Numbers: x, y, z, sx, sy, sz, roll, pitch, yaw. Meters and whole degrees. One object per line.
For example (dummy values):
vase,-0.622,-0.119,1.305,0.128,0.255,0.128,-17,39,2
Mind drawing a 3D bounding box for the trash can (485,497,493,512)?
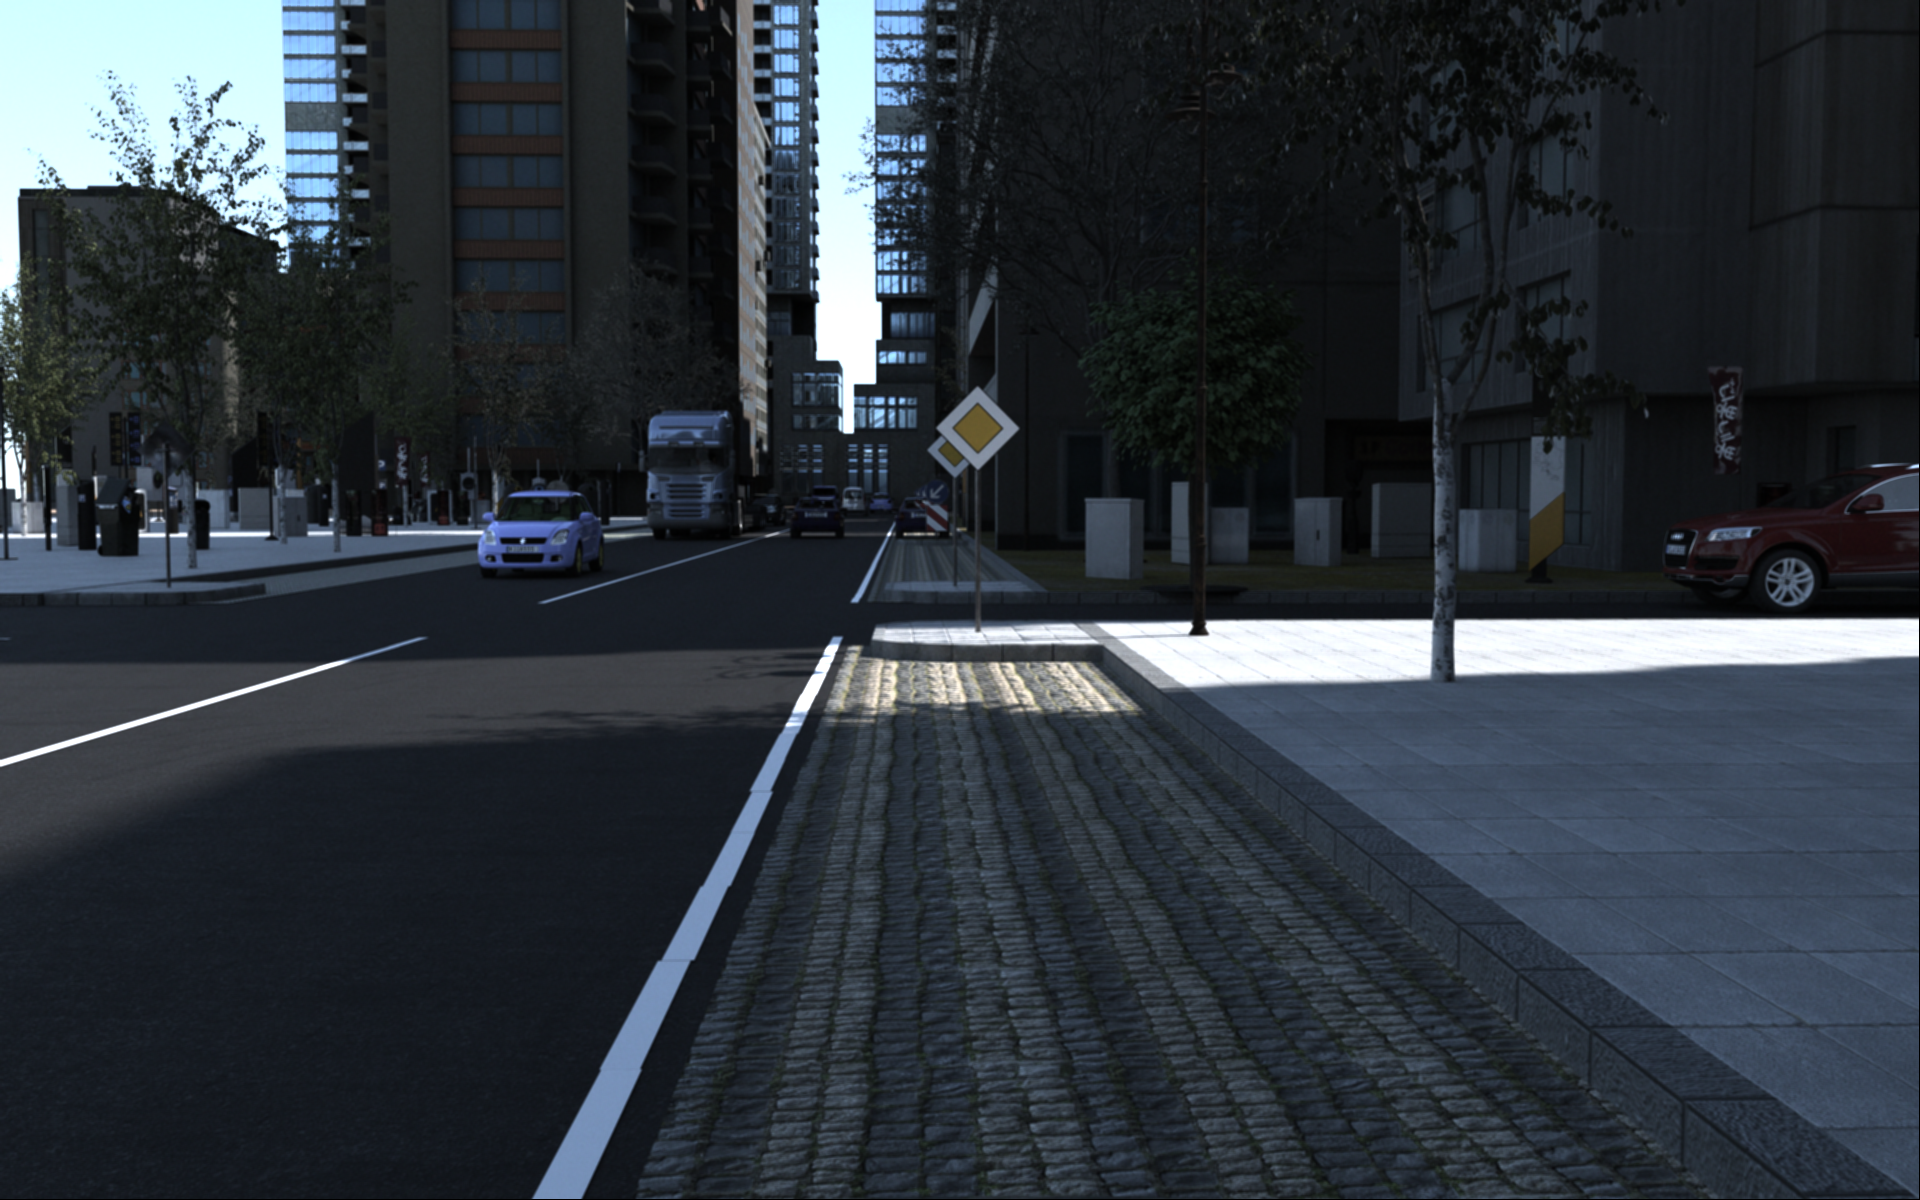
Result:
trash can,-24.058,-4.723,88.875,0.748,1.137,0.748,0,3,0

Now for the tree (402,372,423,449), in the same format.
tree,-28.778,-8.914,96.105,4.360,8.622,3.978,0,3,0

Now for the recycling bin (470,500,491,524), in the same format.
recycling bin,-20.678,-3.801,74.695,0.722,1.027,0.722,0,4,-4

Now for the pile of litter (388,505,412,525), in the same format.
pile of litter,-23.402,-3.518,71.486,1.719,0.858,1.176,-3,4,-37

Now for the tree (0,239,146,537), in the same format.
tree,-28.062,-6.218,52.027,4.737,8.622,4.395,0,3,0

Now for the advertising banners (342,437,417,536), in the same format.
advertising banners,-17.729,-3.459,52.740,2.074,3.025,0.090,0,4,-7

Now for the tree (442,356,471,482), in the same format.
tree,-21.195,-7.102,66.477,4.737,8.622,4.395,0,3,0

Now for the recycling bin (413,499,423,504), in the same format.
recycling bin,-26.253,-4.322,83.219,0.722,1.027,0.722,0,4,-4

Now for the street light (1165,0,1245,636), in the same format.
street light,2.175,-2.618,15.589,0.468,5.910,1.993,0,4,-2

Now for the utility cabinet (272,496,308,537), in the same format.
utility cabinet,-20.180,-2.510,52.198,0.306,1.237,1.020,2,4,32

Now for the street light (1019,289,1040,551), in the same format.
street light,1.502,-4.046,38.932,0.468,5.910,1.993,0,4,-2

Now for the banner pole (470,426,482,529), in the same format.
banner pole,-17.699,-4.481,63.276,0.401,3.779,0.863,-1,4,-20

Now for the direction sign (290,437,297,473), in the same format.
direction sign,-26.861,-4.719,69.146,0.876,3.537,0.379,-2,4,-35

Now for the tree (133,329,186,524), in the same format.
tree,-33.649,-7.583,74.350,4.360,8.622,3.978,0,3,0

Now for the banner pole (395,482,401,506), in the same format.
banner pole,-25.147,-5.349,77.474,0.401,3.779,0.863,-2,4,-32

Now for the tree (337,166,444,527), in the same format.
tree,-14.054,-5.366,38.100,4.737,8.622,4.395,0,3,0

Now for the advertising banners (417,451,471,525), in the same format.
advertising banners,-21.173,-4.577,71.016,2.074,3.025,0.090,-1,4,-15

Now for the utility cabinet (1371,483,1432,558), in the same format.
utility cabinet,8.822,-1.588,34.647,1.173,1.500,0.318,-1,4,-17

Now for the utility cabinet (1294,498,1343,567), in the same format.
utility cabinet,6.421,-1.221,31.121,0.306,1.237,1.020,-2,4,-27

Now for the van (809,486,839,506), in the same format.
van,-10.020,-7.585,128.391,2.240,2.365,5.245,0,4,-2

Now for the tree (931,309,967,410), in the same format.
tree,1.062,-7.029,65.288,4.360,8.622,3.978,0,3,0

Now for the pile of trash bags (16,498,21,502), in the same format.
pile of trash bags,-53.167,-5.260,95.749,3.447,1.369,1.912,-3,4,-36

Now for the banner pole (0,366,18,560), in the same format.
banner pole,-18.941,-2.683,33.890,0.863,3.779,0.401,0,4,4

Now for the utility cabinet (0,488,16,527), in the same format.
utility cabinet,-37.301,-3.579,67.203,0.318,1.500,1.173,3,4,37

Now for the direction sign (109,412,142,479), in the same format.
direction sign,-23.077,-3.422,47.953,0.876,3.537,0.379,0,4,5

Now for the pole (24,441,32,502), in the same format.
pole,-36.023,-4.474,66.997,0.158,3.312,0.155,0,3,0

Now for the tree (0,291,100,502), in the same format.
tree,-33.379,-6.878,62.812,4.360,8.622,3.978,0,3,0

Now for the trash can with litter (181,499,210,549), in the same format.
trash can with litter,-17.775,-1.767,40.283,0.624,1.170,1.055,-2,4,-26

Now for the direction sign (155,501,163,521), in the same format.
direction sign,-37.748,-5.473,81.485,0.379,3.537,0.876,-1,4,-14

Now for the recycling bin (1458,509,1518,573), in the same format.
recycling bin,8.690,-0.977,28.524,0.722,1.027,0.722,-1,4,-8

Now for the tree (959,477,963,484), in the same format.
tree,0.639,-6.558,101.830,1.663,3.219,1.824,0,3,0

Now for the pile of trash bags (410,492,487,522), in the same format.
pile of trash bags,-23.777,-4.330,80.543,3.447,1.369,1.912,-2,4,-25

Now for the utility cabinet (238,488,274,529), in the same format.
utility cabinet,-25.319,-3.283,62.352,1.173,1.500,0.318,-2,4,-31

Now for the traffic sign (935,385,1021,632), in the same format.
traffic sign,0.163,-0.758,16.036,0.795,2.450,0.064,0,4,-2

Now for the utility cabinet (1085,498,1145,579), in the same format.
utility cabinet,2.362,-0.936,26.463,0.306,1.237,1.020,-3,4,-38

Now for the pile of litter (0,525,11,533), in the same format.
pile of litter,-32.210,-2.645,57.219,1.176,0.858,1.719,3,5,40

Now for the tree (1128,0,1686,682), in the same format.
tree,3.142,-3.736,11.451,4.360,8.622,3.978,0,3,0

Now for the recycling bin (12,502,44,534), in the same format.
recycling bin,-30.180,-2.662,56.076,0.722,1.027,0.722,3,5,39

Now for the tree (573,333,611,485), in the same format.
tree,-17.068,-7.582,74.334,4.360,8.622,3.978,0,3,0

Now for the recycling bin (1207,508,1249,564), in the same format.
recycling bin,4.923,-1.184,31.919,0.722,1.027,0.722,0,4,2

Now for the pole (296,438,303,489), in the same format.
pole,-24.015,-4.230,63.010,0.158,3.312,0.155,0,3,0

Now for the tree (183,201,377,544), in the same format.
tree,-17.261,-5.765,44.613,4.360,8.622,3.978,0,3,0

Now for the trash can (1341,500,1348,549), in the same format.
trash can,8.319,-1.661,38.810,0.748,1.137,0.748,0,3,0

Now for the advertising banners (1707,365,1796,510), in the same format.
advertising banners,11.174,-1.683,23.702,2.074,3.025,0.090,0,4,-5

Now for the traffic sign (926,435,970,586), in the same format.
traffic sign,-0.072,-1.246,24.018,0.795,2.450,0.064,0,4,-2

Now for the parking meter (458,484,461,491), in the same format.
parking meter,-26.541,-5.300,92.374,0.399,1.863,0.255,-1,4,-8

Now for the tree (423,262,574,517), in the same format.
tree,-14.837,-6.458,55.952,4.360,8.622,3.978,0,3,0

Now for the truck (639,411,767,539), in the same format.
truck,-8.761,-4.404,61.770,2.967,4.110,18.799,0,4,-2

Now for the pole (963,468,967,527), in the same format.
pole,0.208,-4.549,68.224,0.158,3.312,0.155,0,3,0

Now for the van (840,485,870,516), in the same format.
van,-6.837,-6.443,112.359,2.013,2.044,4.112,0,4,-1

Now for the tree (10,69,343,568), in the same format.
tree,-13.529,-4.851,29.679,4.737,8.622,4.395,0,3,0

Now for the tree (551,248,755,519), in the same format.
tree,-15.725,-10.846,87.709,12.009,13.543,11.850,0,3,0

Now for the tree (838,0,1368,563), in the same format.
tree,2.851,-7.454,32.238,12.009,13.543,11.850,0,3,0

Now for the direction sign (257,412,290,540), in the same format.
direction sign,-19.156,-3.431,48.099,0.379,3.537,0.876,1,4,19

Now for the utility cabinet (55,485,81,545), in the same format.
utility cabinet,-22.129,-2.104,43.074,0.318,1.500,1.173,-1,4,-9

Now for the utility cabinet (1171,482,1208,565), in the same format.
utility cabinet,4.179,-1.394,31.477,0.318,1.500,1.173,-1,4,-11

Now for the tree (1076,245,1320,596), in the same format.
tree,3.189,-2.407,23.072,4.285,4.588,4.351,0,3,0

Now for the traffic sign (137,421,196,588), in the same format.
traffic sign,-10.862,-1.228,23.723,0.795,2.450,0.064,0,4,-2
